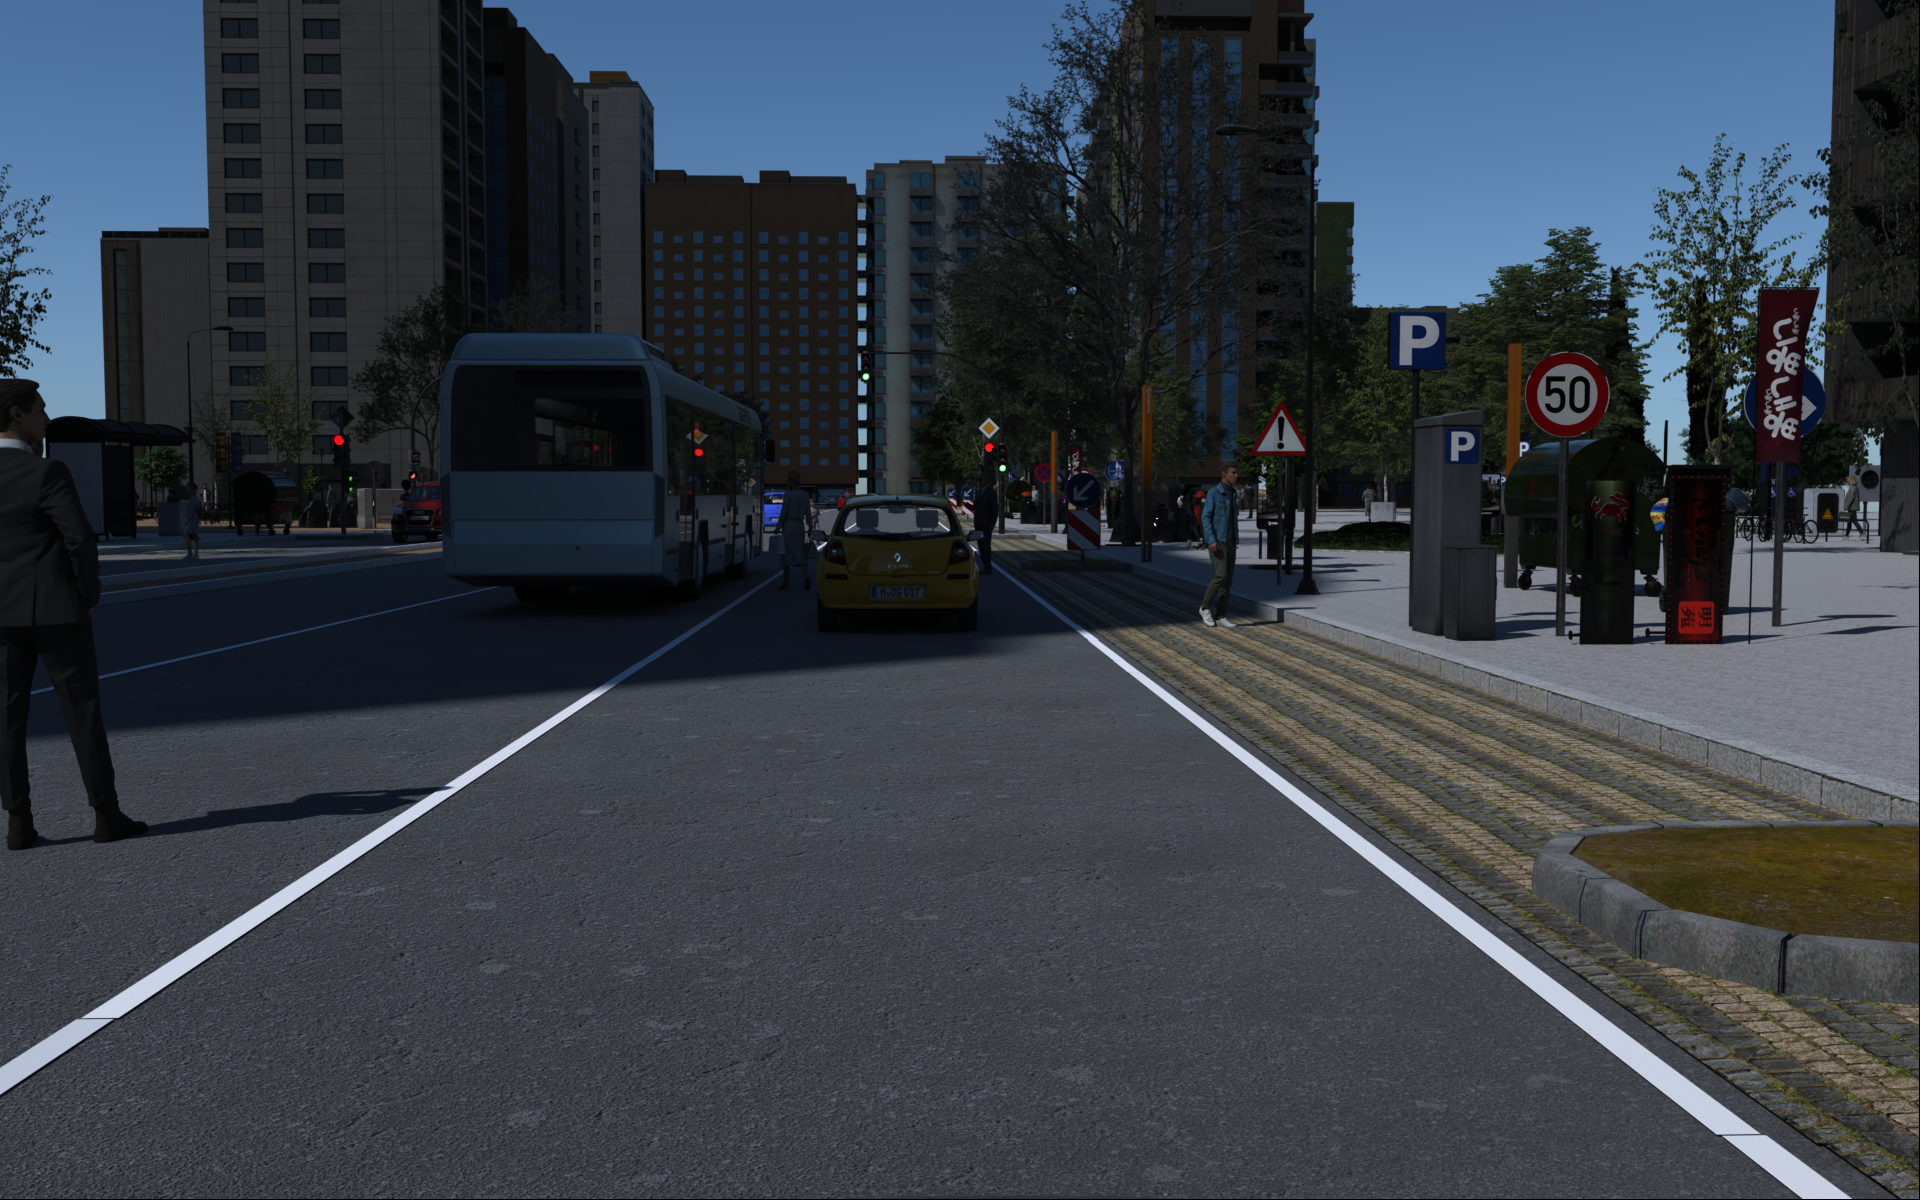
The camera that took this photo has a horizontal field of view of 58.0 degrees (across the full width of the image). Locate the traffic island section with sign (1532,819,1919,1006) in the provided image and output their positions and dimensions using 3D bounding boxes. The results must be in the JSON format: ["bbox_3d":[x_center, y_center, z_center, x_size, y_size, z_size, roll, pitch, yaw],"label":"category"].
[{"bbox_3d":[3.049,0.177,5.737,1.989,1.847,2.006,0,4,-2],"label":"traffic island section with sign"}]

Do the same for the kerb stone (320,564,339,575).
[{"bbox_3d":[-11.340,-0.530,30.897,0.120,0.150,1.000,0,4,-2],"label":"kerb stone"}]

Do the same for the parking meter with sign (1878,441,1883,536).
[{"bbox_3d":[29.177,-3.478,53.121,1.738,3.016,0.543,2,4,24],"label":"parking meter with sign"}]

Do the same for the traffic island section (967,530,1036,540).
[{"bbox_3d":[1.354,-2.042,55.670,2.009,0.180,2.903,0,4,-2],"label":"traffic island section"}]

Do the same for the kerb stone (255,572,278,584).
[{"bbox_3d":[-11.237,-0.345,27.829,0.120,0.150,1.000,0,4,-2],"label":"kerb stone"}]

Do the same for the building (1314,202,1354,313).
[{"bbox_3d":[46.666,-34.285,244.158,14.086,41.232,14.154,0,4,-2],"label":"building"}]

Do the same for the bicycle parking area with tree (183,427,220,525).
[{"bbox_3d":[-35.273,-5.251,72.862,8.231,4.147,9.016,-1,4,-8],"label":"bicycle parking area with tree"}]

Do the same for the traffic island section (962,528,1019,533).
[{"bbox_3d":[1.083,-2.530,63.651,2.009,0.180,2.903,0,4,-2],"label":"traffic island section"}]

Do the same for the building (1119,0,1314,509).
[{"bbox_3d":[21.604,-30.540,149.435,14.600,45.320,14.200,0,4,-2],"label":"building"}]

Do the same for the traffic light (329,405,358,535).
[{"bbox_3d":[-19.535,-4.031,54.835,0.839,4.253,0.868,0,4,-2],"label":"traffic light"}]

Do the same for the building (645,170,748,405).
[{"bbox_3d":[-35.687,-36.206,242.075,14.200,45.320,14.600,0,4,-2],"label":"building"}]

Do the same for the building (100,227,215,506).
[{"bbox_3d":[-84.652,-25.688,191.702,14.107,30.474,14.160,0,4,-2],"label":"building"}]

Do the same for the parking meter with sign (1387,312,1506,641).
[{"bbox_3d":[4.457,-1.200,15.881,0.543,3.016,1.738,0,4,-5],"label":"parking meter with sign"}]

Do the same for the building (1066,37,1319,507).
[{"bbox_3d":[25.012,-34.632,185.847,23.786,49.044,30.456,0,4,-2],"label":"building"}]

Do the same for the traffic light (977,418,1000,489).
[{"bbox_3d":[1.043,-4.564,63.536,0.839,4.253,0.868,0,4,-2],"label":"traffic light"}]

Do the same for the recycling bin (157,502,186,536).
[{"bbox_3d":[-24.177,-2.495,53.341,0.722,1.027,0.722,1,4,9],"label":"recycling bin"}]

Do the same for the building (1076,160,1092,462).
[{"bbox_3d":[27.458,-38.152,247.483,21.600,48.544,21.300,0,4,-2],"label":"building"}]

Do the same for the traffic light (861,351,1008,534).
[{"bbox_3d":[-0.774,-4.934,55.343,4.771,5.953,1.251,0,4,-2],"label":"traffic light"}]

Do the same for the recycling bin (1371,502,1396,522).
[{"bbox_3d":[13.443,-2.594,54.972,0.722,1.027,0.722,1,4,19],"label":"recycling bin"}]

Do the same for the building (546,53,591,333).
[{"bbox_3d":[-52.595,-34.528,188.231,21.600,48.544,21.300,0,4,-2],"label":"building"}]

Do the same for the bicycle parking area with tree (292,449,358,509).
[{"bbox_3d":[-43.066,-7.508,109.765,8.231,4.147,9.016,1,4,16],"label":"bicycle parking area with tree"}]

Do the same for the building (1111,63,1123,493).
[{"bbox_3d":[21.127,-29.365,163.712,14.154,41.232,14.086,0,4,-2],"label":"building"}]

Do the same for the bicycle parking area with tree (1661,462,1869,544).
[{"bbox_3d":[19.756,-3.704,47.561,8.231,4.147,9.016,0,4,7],"label":"bicycle parking area with tree"}]

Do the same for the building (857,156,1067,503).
[{"bbox_3d":[0.662,-38.425,247.862,30.456,49.044,23.786,0,4,-2],"label":"building"}]

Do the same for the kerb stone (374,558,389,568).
[{"bbox_3d":[-11.449,-0.720,33.961,0.120,0.150,1.000,0,4,-2],"label":"kerb stone"}]

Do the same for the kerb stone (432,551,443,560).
[{"bbox_3d":[-11.582,-0.971,38.069,0.120,0.150,1.000,0,4,-2],"label":"kerb stone"}]

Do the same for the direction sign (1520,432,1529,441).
[{"bbox_3d":[20.456,-4.377,63.554,0.876,3.537,0.379,-1,4,-14],"label":"direction sign"}]

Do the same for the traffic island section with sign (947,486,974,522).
[{"bbox_3d":[0.265,-4.869,88.236,1.989,1.847,2.006,0,4,-2],"label":"traffic island section with sign"}]

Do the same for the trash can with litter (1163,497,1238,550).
[{"bbox_3d":[5.695,-1.799,40.470,1.678,1.210,2.233,0,4,-1],"label":"trash can with litter"}]

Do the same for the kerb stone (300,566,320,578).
[{"bbox_3d":[-11.308,-0.470,29.875,0.120,0.150,1.000,0,4,-2],"label":"kerb stone"}]

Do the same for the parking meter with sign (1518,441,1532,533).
[{"bbox_3d":[17.912,-3.691,56.614,1.738,3.016,0.543,-3,4,-36],"label":"parking meter with sign"}]

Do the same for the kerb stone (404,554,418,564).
[{"bbox_3d":[-11.525,-0.840,36.025,0.120,0.150,1.000,0,4,-2],"label":"kerb stone"}]

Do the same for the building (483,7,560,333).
[{"bbox_3d":[-46.332,-31.445,164.241,14.600,45.320,14.200,0,4,-2],"label":"building"}]

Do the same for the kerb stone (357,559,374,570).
[{"bbox_3d":[-11.414,-0.649,32.940,0.120,0.150,1.000,0,4,-2],"label":"kerb stone"}]

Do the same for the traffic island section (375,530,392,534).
[{"bbox_3d":[-19.846,-2.487,62.949,2.009,0.180,2.903,0,4,-2],"label":"traffic island section"}]

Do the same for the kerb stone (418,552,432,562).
[{"bbox_3d":[-11.553,-0.905,37.046,0.120,0.150,1.000,0,4,-2],"label":"kerb stone"}]

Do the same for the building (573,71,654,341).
[{"bbox_3d":[-57.507,-42.958,244.364,28.212,58.520,21.231,0,4,-2],"label":"building"}]

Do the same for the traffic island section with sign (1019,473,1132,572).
[{"bbox_3d":[2.141,-1.471,32.677,1.989,1.847,2.006,0,4,-2],"label":"traffic island section with sign"}]

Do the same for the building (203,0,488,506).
[{"bbox_3d":[-49.254,-43.286,145.970,20.563,71.187,20.611,0,4,-2],"label":"building"}]

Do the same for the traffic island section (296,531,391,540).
[{"bbox_3d":[-19.576,-1.999,54.968,2.009,0.180,2.903,0,4,-2],"label":"traffic island section"}]

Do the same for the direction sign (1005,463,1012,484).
[{"bbox_3d":[3.340,-8.242,126.758,0.876,3.537,0.379,1,4,8],"label":"direction sign"}]

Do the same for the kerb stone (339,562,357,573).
[{"bbox_3d":[-11.379,-0.595,31.918,0.120,0.150,1.000,0,4,-2],"label":"kerb stone"}]

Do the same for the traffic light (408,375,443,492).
[{"bbox_3d":[-17.718,-5.398,62.921,4.771,5.953,1.251,0,4,-2],"label":"traffic light"}]

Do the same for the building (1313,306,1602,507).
[{"bbox_3d":[51.929,-21.025,188.802,28.899,21.520,27.650,0,4,-2],"label":"building"}]

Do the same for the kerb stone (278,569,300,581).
[{"bbox_3d":[-11.273,-0.404,28.851,0.120,0.150,1.000,0,4,-2],"label":"kerb stone"}]

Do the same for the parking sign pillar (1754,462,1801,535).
[{"bbox_3d":[26.059,-4.076,55.116,1.447,3.967,1.447,-1,4,-11],"label":"parking sign pillar"}]

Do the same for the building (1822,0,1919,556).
[{"bbox_3d":[25.876,-16.094,34.840,14.160,30.474,14.107,0,4,-2],"label":"building"}]

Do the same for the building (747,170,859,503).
[{"bbox_3d":[-21.499,-36.242,242.666,14.200,45.320,14.600,0,4,-2],"label":"building"}]

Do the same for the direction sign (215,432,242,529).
[{"bbox_3d":[-26.818,-4.378,63.580,0.876,3.537,0.379,-1,4,-11],"label":"direction sign"}]

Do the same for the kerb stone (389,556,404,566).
[{"bbox_3d":[-11.492,-0.781,34.994,0.120,0.150,1.000,0,4,-2],"label":"kerb stone"}]
